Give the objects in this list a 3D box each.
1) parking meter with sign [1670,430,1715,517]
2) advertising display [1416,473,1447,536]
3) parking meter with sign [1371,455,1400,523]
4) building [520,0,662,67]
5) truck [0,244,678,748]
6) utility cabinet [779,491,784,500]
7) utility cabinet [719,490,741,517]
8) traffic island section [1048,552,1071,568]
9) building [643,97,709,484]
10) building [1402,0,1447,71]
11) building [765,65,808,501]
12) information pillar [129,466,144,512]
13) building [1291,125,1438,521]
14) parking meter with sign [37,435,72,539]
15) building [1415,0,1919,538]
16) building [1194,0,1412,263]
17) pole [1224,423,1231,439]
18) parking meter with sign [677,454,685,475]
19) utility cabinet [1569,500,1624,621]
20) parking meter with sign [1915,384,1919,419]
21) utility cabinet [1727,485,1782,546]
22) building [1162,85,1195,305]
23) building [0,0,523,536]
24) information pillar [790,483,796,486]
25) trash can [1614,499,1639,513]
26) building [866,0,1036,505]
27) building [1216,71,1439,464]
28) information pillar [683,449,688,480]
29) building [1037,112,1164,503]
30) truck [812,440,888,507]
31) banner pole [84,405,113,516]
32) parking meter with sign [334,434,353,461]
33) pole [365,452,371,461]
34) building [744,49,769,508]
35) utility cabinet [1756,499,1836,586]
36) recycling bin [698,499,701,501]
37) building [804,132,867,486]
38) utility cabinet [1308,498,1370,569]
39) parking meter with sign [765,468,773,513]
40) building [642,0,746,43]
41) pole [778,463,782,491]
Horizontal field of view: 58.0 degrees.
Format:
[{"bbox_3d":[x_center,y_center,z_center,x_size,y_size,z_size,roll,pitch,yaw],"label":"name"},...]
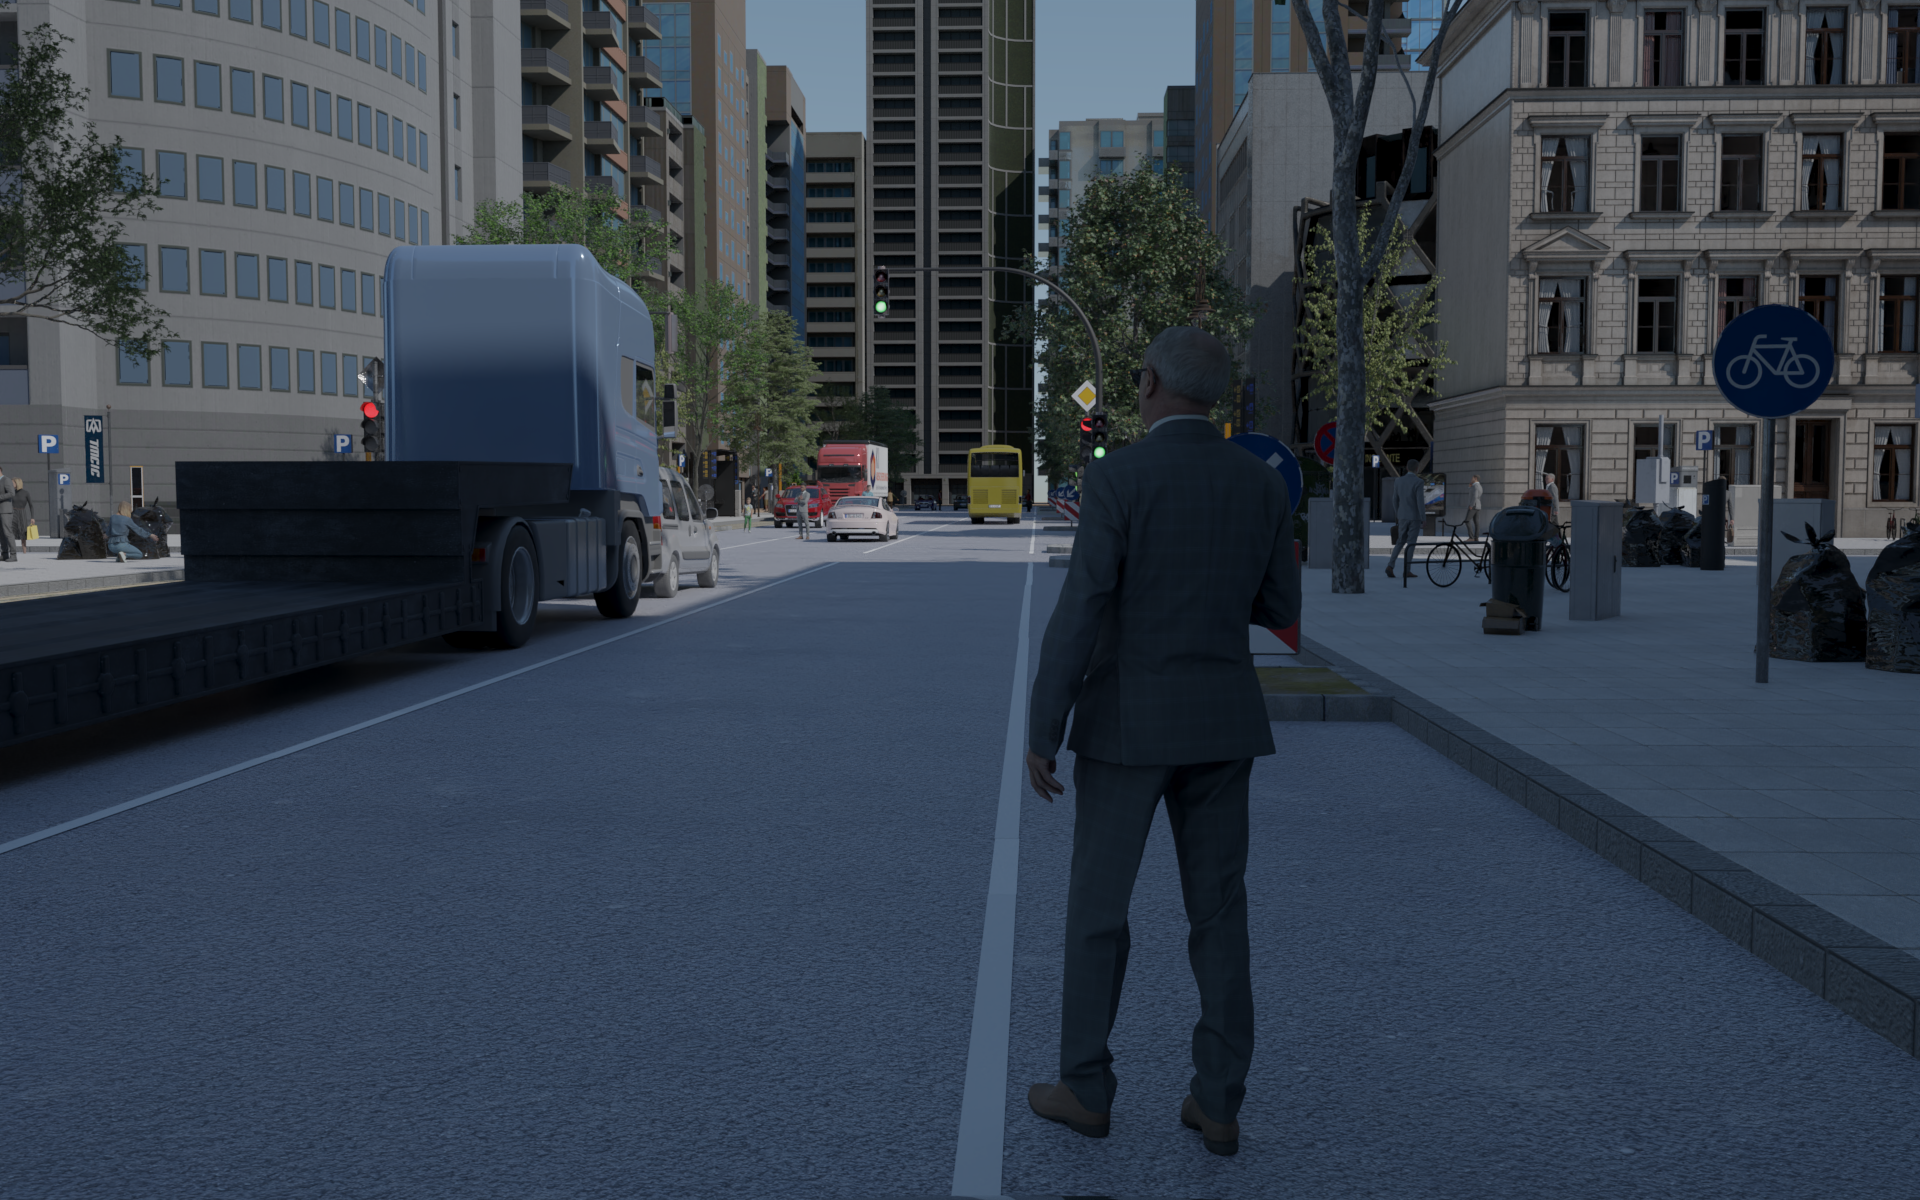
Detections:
[{"bbox_3d":[19.600,-3.104,47.012,1.738,3.016,0.543,-2,4,-25],"label":"parking meter with sign"},{"bbox_3d":[14.276,-2.901,52.639,0.974,1.923,0.123,2,4,33],"label":"advertising display"},{"bbox_3d":[19.268,-4.967,77.479,0.543,3.016,1.738,-3,5,-44],"label":"parking meter with sign"},{"bbox_3d":[-30.061,-27.377,102.232,22.147,44.769,28.867,0,4,3],"label":"building"},{"bbox_3d":[-5.460,-1.420,12.977,2.967,4.110,18.799,0,4,4],"label":"truck"},{"bbox_3d":[-11.166,-6.368,112.788,1.173,1.500,0.318,0,4,5],"label":"utility cabinet"},{"bbox_3d":[-12.857,-5.391,96.815,1.173,1.500,0.318,1,4,10],"label":"utility cabinet"},{"bbox_3d":[2.796,-0.770,34.864,2.009,0.180,2.903,0,4,3],"label":"traffic island section"},{"bbox_3d":[-26.723,-21.709,126.648,14.160,30.474,14.107,0,4,3],"label":"building"},{"bbox_3d":[30.350,-51.343,152.131,22.319,86.520,31.000,0,4,3],"label":"building"},{"bbox_3d":[-23.819,-32.338,178.837,14.200,45.320,14.600,0,4,3],"label":"building"},{"bbox_3d":[-21.638,-2.511,45.542,0.304,2.012,0.304,-2,4,-29],"label":"information pillar"},{"bbox_3d":[25.270,-13.495,88.097,16.820,18.784,16.811,0,4,3],"label":"building"},{"bbox_3d":[-26.156,-3.305,50.299,1.738,3.016,0.543,3,5,44],"label":"parking meter with sign"},{"bbox_3d":[25.150,-11.625,54.698,19.286,19.102,10.561,0,4,3],"label":"building"},{"bbox_3d":[25.257,-29.405,130.887,14.600,45.320,14.200,0,4,3],"label":"building"},{"bbox_3d":[7.713,-3.436,50.021,0.158,3.312,0.155,0,3,0],"label":"pole"},{"bbox_3d":[-12.971,-4.879,76.034,1.738,3.016,0.543,1,4,19],"label":"parking meter with sign"},{"bbox_3d":[6.605,-0.415,17.954,0.306,1.237,1.020,2,4,34],"label":"utility cabinet"},{"bbox_3d":[16.008,-1.914,27.557,1.738,3.016,0.543,-2,4,-23],"label":"parking meter with sign"},{"bbox_3d":[19.325,-2.045,42.119,1.173,1.500,0.318,0,4,-5],"label":"utility cabinet"},{"bbox_3d":[27.543,-30.156,176.641,14.154,41.232,14.086,0,4,3],"label":"building"},{"bbox_3d":[-31.217,-32.010,65.356,21.231,58.520,28.212,0,4,3],"label":"building"},{"bbox_3d":[-11.022,-6.729,114.514,0.304,2.012,0.304,-2,4,-34],"label":"information pillar"},{"bbox_3d":[18.939,-2.294,49.156,0.748,1.137,0.748,0,3,0],"label":"trash can"},{"bbox_3d":[-0.812,-47.792,219.644,20.611,71.187,20.563,0,4,3],"label":"building"},{"bbox_3d":[22.821,-17.686,107.189,12.078,24.808,19.932,0,4,3],"label":"building"},{"bbox_3d":[-14.209,-6.015,89.692,0.183,3.616,0.504,-2,4,-31],"label":"information pillar"},{"bbox_3d":[25.146,-36.731,220.162,30.456,49.044,23.786,0,4,3],"label":"building"},{"bbox_3d":[-5.728,-6.323,92.299,2.839,4.237,11.283,0,4,5],"label":"truck"},{"bbox_3d":[-24.013,-3.573,48.441,0.863,3.779,0.401,-1,4,-21],"label":"banner pole"},{"bbox_3d":[-18.137,-3.274,49.799,0.543,3.016,1.738,1,4,10],"label":"parking meter with sign"},{"bbox_3d":[-20.571,-4.064,60.283,0.158,3.312,0.155,0,3,0],"label":"pole"},{"bbox_3d":[-25.216,-28.822,154.831,14.154,41.232,14.086,0,4,3],"label":"building"},{"bbox_3d":[11.576,-0.785,23.999,0.306,1.237,1.020,-2,4,-26],"label":"utility cabinet"},{"bbox_3d":[-14.602,-5.139,96.582,0.722,1.027,0.722,-1,4,-9],"label":"recycling bin"},{"bbox_3d":[-21.882,-36.569,221.609,21.600,48.544,21.300,0,4,3],"label":"building"},{"bbox_3d":[6.527,-1.143,29.850,1.020,1.237,0.306,0,4,7],"label":"utility cabinet"},{"bbox_3d":[-12.729,-7.394,117.156,0.543,3.016,1.738,-1,4,-20],"label":"parking meter with sign"},{"bbox_3d":[-25.299,-29.998,140.580,14.600,45.320,14.200,0,4,3],"label":"building"},{"bbox_3d":[-11.795,-7.318,113.487,0.158,3.312,0.155,0,3,0],"label":"pole"}]
